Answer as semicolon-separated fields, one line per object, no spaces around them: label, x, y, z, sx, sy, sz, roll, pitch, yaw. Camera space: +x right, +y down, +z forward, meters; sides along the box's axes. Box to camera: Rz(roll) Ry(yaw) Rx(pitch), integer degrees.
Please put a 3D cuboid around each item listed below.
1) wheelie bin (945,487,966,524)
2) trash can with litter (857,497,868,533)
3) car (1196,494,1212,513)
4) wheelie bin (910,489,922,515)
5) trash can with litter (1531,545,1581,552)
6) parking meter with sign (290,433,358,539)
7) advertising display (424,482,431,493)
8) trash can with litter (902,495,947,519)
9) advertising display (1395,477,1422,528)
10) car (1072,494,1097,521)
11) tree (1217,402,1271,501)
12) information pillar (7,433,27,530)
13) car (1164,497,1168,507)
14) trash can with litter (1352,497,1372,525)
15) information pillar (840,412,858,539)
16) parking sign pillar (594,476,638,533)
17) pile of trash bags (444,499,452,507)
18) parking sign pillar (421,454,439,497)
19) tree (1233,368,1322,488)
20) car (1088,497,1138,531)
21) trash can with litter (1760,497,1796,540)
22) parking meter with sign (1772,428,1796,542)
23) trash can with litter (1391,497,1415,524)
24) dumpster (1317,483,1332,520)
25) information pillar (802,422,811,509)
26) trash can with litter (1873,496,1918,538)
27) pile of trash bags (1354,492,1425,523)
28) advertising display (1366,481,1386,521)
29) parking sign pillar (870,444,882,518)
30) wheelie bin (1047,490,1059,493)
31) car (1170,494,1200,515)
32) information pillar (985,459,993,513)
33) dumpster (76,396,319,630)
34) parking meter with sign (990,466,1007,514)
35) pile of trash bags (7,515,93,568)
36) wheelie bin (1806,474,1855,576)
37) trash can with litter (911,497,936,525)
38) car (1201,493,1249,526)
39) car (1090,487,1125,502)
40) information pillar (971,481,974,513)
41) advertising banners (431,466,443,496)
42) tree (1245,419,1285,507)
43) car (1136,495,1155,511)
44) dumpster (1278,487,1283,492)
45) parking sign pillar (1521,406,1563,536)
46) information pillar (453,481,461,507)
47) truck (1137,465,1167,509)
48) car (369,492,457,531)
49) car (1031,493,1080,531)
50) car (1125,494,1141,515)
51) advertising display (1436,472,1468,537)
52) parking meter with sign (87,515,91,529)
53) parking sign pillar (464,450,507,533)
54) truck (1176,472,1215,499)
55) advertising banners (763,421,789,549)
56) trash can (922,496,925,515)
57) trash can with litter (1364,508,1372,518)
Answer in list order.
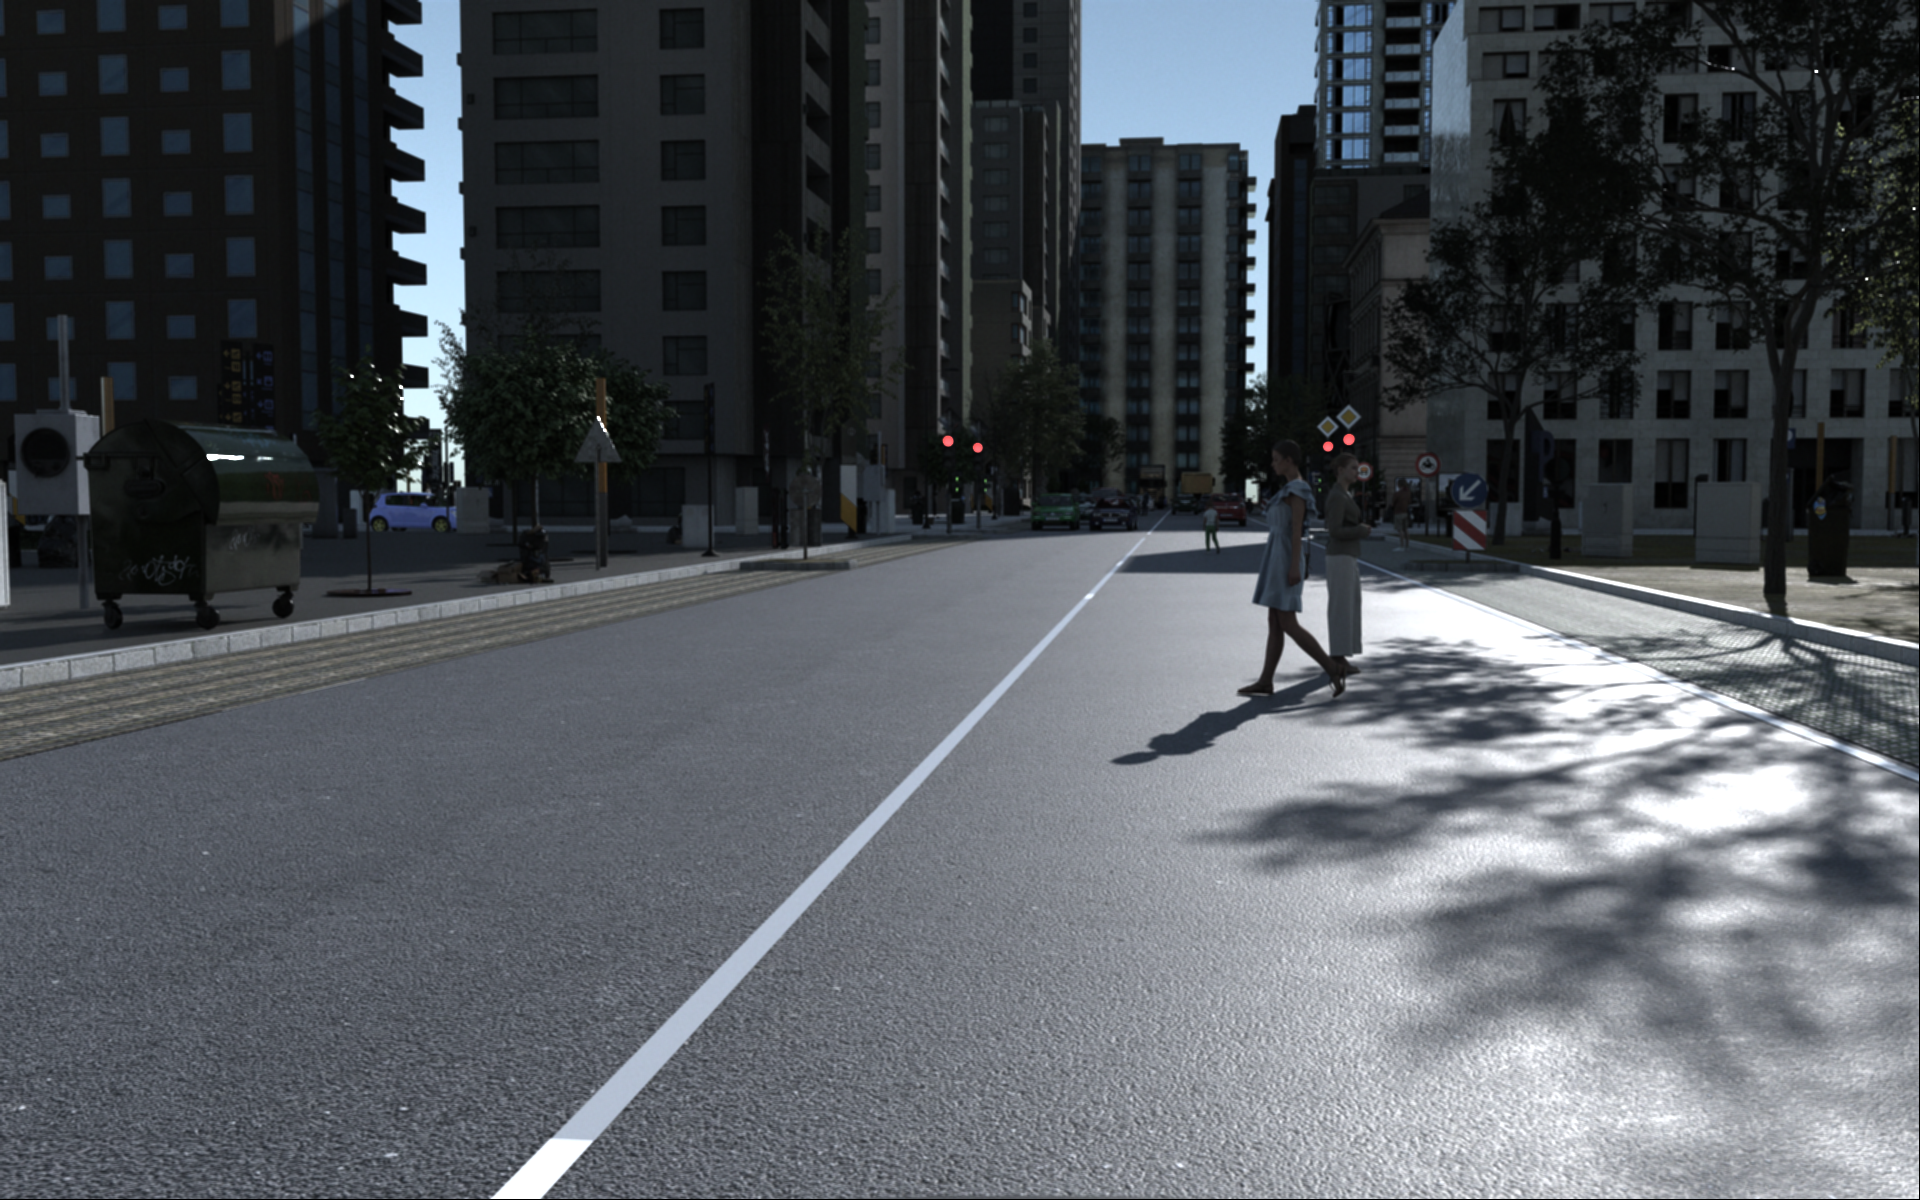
wheelie bin;-0.175;-4.054;74.197;0.980;1.594;0.693;1;4;19
trash can with litter;-3.420;-2.775;56.752;0.624;1.170;1.055;-1;4;-22
car;19.106;-7.384;132.729;2.014;1.417;4.499;0;4;7
wheelie bin;-2.540;-5.714;101.325;0.693;1.594;0.980;-1;4;-8
trash can with litter;13.789;-1.674;38.426;2.233;1.210;1.678;1;4;9
parking meter with sign;-18.326;-3.283;49.944;1.738;3.016;0.543;-1;4;-10
advertising display;-29.394;-5.531;95.651;0.123;1.923;0.974;0;4;0
trash can with litter;-1.808;-4.838;90.151;2.233;1.210;1.678;1;4;11
advertising display;16.958;-3.692;65.583;0.974;1.923;0.123;2;4;26
car;5.747;-4.354;82.994;2.131;1.459;4.920;0;4;7
tree;35.424;-18.036;213.011;7.486;12.596;7.792;0;3;0
information pillar;-32.880;-4.221;60.375;0.504;3.616;0.183;-2;4;-24
car;22.410;-11.339;194.980;1.945;1.707;3.694;1;4;9
trash can with litter;16.530;-3.648;71.030;1.055;1.170;0.624;2;4;31
information pillar;-3.183;-3.562;49.600;0.504;3.616;0.183;-2;4;-25
parking sign pillar;-11.395;-4.206;57.247;1.447;3.967;1.447;1;4;23
pile of trash bags;-27.677;-4.913;90.080;1.912;1.369;3.447;1;4;9
parking sign pillar;-35.053;-7.734;114.928;1.447;3.967;1.447;1;4;18
tree;26.293;-13.220;141.902;9.928;11.665;9.643;0;3;0
car;6.111;-3.434;68.721;1.945;1.354;3.894;1;4;9
trash can with litter;22.460;-2.311;48.849;2.233;1.210;1.678;1;4;18
parking meter with sign;22.225;-3.082;46.659;0.543;3.016;1.738;2;4;29
trash can with litter;18.715;-3.772;73.054;1.055;1.170;0.624;3;5;43
dumpster;18.649;-4.978;87.145;1.264;1.857;1.865;0;4;7
information pillar;-4.931;-3.937;55.723;0.183;3.616;0.504;1;4;21
trash can with litter;27.976;-2.474;51.503;1.678;1.210;2.233;3;4;36
pile of trash bags;19.229;-4.107;76.895;3.447;1.369;1.912;1;4;10
advertising display;20.141;-4.812;83.886;0.974;1.923;0.123;1;4;12
parking sign pillar;-4.823;-6.485;94.506;1.447;3.967;1.447;1;4;17
wheelie bin;7.300;-7.610;132.337;0.980;1.594;0.693;0;4;3
car;15.700;-6.669;120.838;2.131;1.459;4.920;0;4;7
information pillar;1.932;-7.574;115.184;0.504;3.616;0.183;1;4;16
dumpster;-7.517;-0.897;17.156;1.502;2.255;1.985;0;4;7
parking meter with sign;2.636;-6.939;109.712;0.543;3.016;1.738;2;4;35
pile of trash bags;-17.129;-1.273;30.562;3.447;1.369;1.912;-1;4;-10
wheelie bin;13.713;-1.186;27.301;0.693;1.594;0.980;2;4;27
trash can with litter;-1.526;-3.734;72.444;1.055;1.170;0.624;0;4;4
car;11.959;-4.223;78.094;2.155;1.783;4.494;0;4;7
car;8.063;-5.365;96.395;2.281;1.827;5.304;0;4;8
information pillar;0.810;-7.553;114.845;0.183;3.616;0.504;1;4;10
advertising banners;-32.638;-6.814;107.591;2.074;3.025;0.090;3;5;43
tree;28.459;-12.725;158.415;4.360;8.622;3.978;0;3;0
car;15.715;-8.332;148.593;2.083;1.381;4.827;0;4;7
dumpster;23.546;-7.278;124.756;1.264;1.857;1.865;0;4;7
parking sign pillar;17.796;-3.958;53.183;1.447;3.967;1.447;3;5;42
information pillar;-27.335;-5.486;94.193;0.304;2.012;0.304;3;4;37
truck;18.608;-10.942;167.818;2.839;4.237;11.283;0;4;7
car;-19.615;-3.279;63.196;3.694;1.707;1.945;1;4;8
car;3.855;-3.709;69.438;1.959;1.807;4.718;0;4;7
car;11.722;-6.735;121.913;2.131;1.459;4.920;0;4;8
advertising display;14.635;-2.826;51.419;0.974;1.923;0.123;0;4;0
parking meter with sign;-23.529;-3.191;48.440;1.738;3.016;0.543;-3;5;-43
parking sign pillar;-15.837;-4.229;57.621;1.447;3.967;1.447;2;4;32
truck;20.624;-9.499;151.236;3.469;3.379;9.791;0;4;7
advertising banners;-4.377;-2.744;41.056;0.090;3.025;2.074;-1;4;-21
trash can;-2.369;-5.658;104.166;0.748;1.137;0.748;0;3;0
trash can with litter;21.445;-4.999;92.787;1.678;1.210;2.233;-3;5;-39
